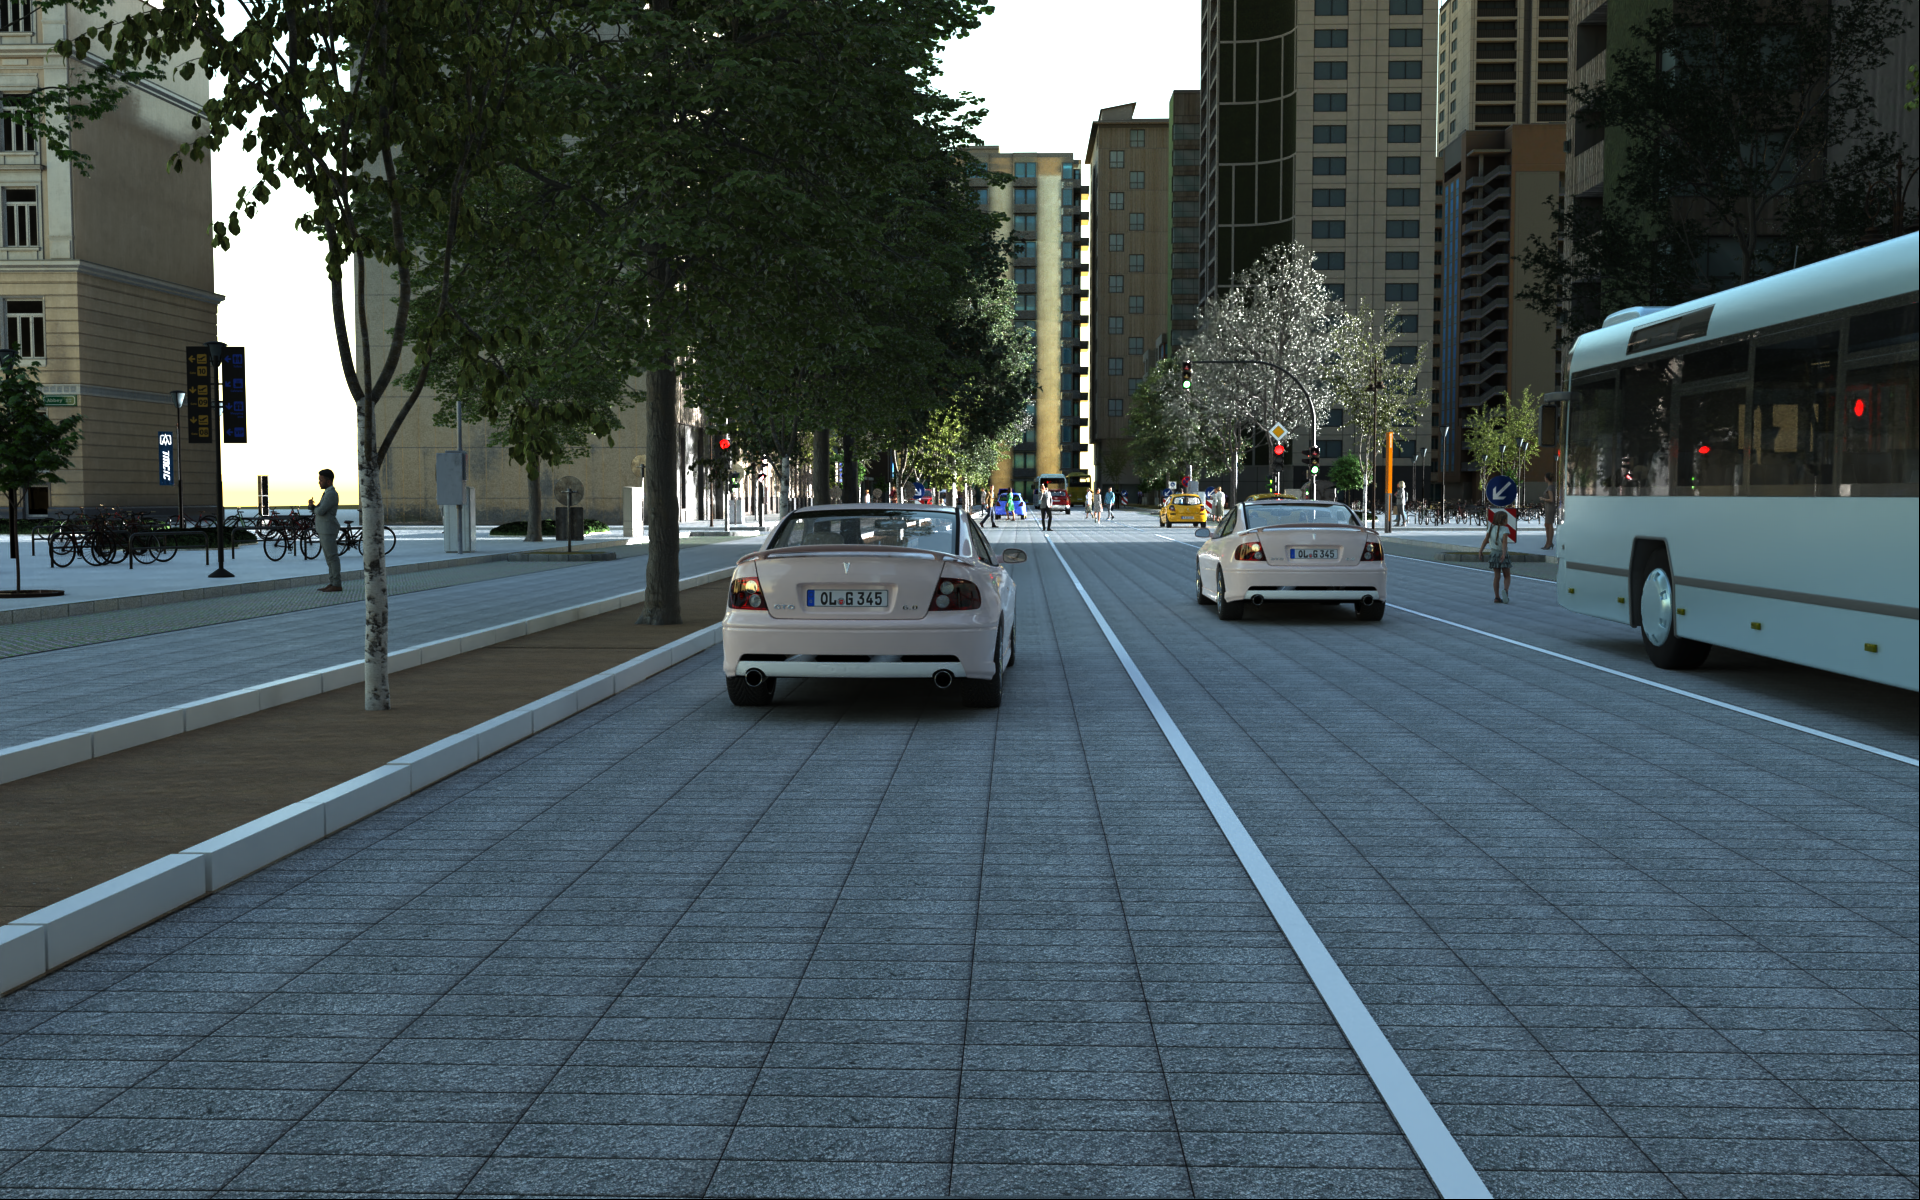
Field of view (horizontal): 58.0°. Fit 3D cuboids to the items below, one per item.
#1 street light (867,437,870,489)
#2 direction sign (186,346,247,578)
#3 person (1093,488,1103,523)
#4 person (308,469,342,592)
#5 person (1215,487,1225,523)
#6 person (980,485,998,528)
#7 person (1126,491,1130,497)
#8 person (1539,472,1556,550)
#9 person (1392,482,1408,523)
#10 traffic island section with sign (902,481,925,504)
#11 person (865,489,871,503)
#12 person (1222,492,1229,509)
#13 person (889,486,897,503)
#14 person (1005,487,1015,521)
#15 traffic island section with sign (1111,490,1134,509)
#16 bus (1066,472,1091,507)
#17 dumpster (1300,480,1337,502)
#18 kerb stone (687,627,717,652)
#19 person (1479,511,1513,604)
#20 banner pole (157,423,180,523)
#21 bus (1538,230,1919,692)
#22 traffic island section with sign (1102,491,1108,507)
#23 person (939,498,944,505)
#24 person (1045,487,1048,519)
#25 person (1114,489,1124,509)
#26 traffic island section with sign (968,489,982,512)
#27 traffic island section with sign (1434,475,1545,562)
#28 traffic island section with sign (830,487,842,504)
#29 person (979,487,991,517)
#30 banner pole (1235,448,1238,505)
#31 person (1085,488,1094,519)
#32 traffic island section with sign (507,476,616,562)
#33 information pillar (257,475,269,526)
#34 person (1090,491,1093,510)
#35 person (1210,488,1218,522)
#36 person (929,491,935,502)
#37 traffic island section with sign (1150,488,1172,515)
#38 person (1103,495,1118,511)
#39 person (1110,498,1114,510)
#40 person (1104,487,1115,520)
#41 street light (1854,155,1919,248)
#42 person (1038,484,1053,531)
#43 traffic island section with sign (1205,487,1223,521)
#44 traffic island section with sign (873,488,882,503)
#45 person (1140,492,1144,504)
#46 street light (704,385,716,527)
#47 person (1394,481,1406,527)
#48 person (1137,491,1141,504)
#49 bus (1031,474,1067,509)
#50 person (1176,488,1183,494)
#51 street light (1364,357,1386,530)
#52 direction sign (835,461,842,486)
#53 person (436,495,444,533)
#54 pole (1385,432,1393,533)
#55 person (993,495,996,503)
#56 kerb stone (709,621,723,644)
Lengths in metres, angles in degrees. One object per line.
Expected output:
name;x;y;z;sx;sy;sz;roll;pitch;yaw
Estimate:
street light;-7.363;-10.132;138.450;0.468;5.910;1.993;0;4;2
direction sign;-11.408;-2.119;26.643;0.876;3.537;0.379;0;4;-2
person;6.730;-4.610;84.626;0.466;1.731;0.760;0;4;6
person;-9.313;-1.020;25.361;0.466;1.800;0.511;-3;5;-39
person;12.801;-4.685;85.323;0.478;1.798;0.641;1;4;8
person;1.255;-4.021;74.148;0.836;1.842;0.656;0;4;-3
person;20.578;-12.689;214.296;1.217;1.735;0.721;-3;4;-38
person;13.568;-2.055;39.981;0.374;1.781;0.599;2;4;25
person;19.539;-4.335;76.904;0.713;1.824;0.794;1;4;19
traffic island section with sign;-1.641;-3.621;67.339;2.006;1.907;1.989;0;4;2
person;-6.001;-6.469;114.947;0.598;1.740;0.731;0;4;2
person;23.116;-8.665;150.940;0.697;1.427;0.421;0;4;-5
person;-3.361;-4.958;89.540;0.580;1.828;0.573;1;4;14
person;2.683;-5.139;92.768;0.529;1.795;0.600;1;4;13
traffic island section with sign;15.889;-9.802;168.885;1.989;1.847;2.006;0;4;2
bus;13.239;-12.444;195.011;2.896;3.916;12.252;0;4;2
dumpster;14.593;-3.956;70.439;1.264;1.857;1.865;0;4;2
kerb stone;-2.407;0.383;15.933;0.120;0.150;1.000;0;4;2
person;7.026;-0.565;22.757;0.505;1.210;0.382;3;5;44
banner pole;-27.717;-4.335;60.892;0.863;3.779;0.401;-2;4;-27
bus;6.771;-1.005;11.286;2.948;3.499;13.247;0;4;3
traffic island section with sign;16.844;-11.506;196.746;1.989;1.847;2.006;0;4;2
person;-0.734;-3.616;72.300;0.352;1.250;0.332;3;5;42
person;4.979;-5.629;100.630;0.679;1.850;0.850;2;4;31
person;14.779;-9.461;162.823;1.348;1.869;0.705;0;4;-1
traffic island section with sign;0.970;-8.214;142.432;2.006;1.907;1.989;0;4;2
traffic island section with sign;11.286;-1.744;37.135;1.989;1.847;2.006;0;4;2
traffic island section with sign;-6.611;-5.142;92.698;1.989;1.847;2.006;0;4;2
person;1.568;-6.092;107.944;0.795;1.843;0.661;0;4;-4
banner pole;14.944;-6.339;93.653;0.401;3.779;0.863;1;4;18
person;7.484;-5.587;100.072;0.478;1.798;0.641;-3;5;-39
traffic island section with sign;-8.539;-1.764;37.470;1.989;1.847;2.006;0;4;2
information pillar;-27.183;-3.859;67.591;0.304;2.012;0.304;3;5;42
person;11.487;-8.750;152.285;0.721;1.735;1.217;0;4;-4
person;13.079;-4.882;88.883;0.480;1.755;0.524;1;4;22
person;-1.824;-6.583;116.347;0.699;1.804;1.509;-1;4;-21
traffic island section with sign;14.169;-6.799;119.796;1.989;1.847;2.006;0;4;2
person;12.936;-8.594;149.102;1.350;1.814;0.705;0;4;-1
person;13.379;-8.821;153.660;0.756;1.711;0.436;-1;4;-22
person;8.399;-5.394;96.546;0.748;1.841;0.638;-2;4;-33
street light;12.828;-3.121;23.808;0.468;5.910;1.993;0;4;2
person;3.331;-3.581;67.230;0.592;1.802;0.473;0;4;1
traffic island section with sign;13.206;-5.121;92.360;1.989;1.847;2.006;0;4;2
traffic island section with sign;-5.669;-6.798;119.775;1.989;1.847;2.006;0;4;2
person;22.926;-12.978;218.102;0.709;1.838;0.599;1;4;16
street light;-9.789;-5.828;68.076;0.468;5.910;1.993;0;4;2
person;17.327;-3.798;68.321;0.526;1.800;0.537;1;4;20
person;22.666;-13.034;219.017;0.709;1.838;0.599;1;4;23
bus;8.444;-10.377;164.527;2.948;3.499;13.247;0;3;0
person;13.399;-5.961;106.227;0.793;1.790;0.793;0;4;7
street light;14.040;-5.252;58.665;0.468;5.910;1.993;0;4;2
direction sign;-8.439;-7.850;120.342;0.379;3.537;0.876;2;4;30
person;-16.809;-3.076;56.538;0.606;1.804;0.583;-1;4;-10
pole;14.118;-3.865;57.034;0.158;3.312;0.155;0;3;0
person;3.878;-12.037;205.237;0.705;1.831;1.348;-3;4;-36
kerb stone;-2.366;0.322;16.954;0.120;0.150;1.000;0;4;2
